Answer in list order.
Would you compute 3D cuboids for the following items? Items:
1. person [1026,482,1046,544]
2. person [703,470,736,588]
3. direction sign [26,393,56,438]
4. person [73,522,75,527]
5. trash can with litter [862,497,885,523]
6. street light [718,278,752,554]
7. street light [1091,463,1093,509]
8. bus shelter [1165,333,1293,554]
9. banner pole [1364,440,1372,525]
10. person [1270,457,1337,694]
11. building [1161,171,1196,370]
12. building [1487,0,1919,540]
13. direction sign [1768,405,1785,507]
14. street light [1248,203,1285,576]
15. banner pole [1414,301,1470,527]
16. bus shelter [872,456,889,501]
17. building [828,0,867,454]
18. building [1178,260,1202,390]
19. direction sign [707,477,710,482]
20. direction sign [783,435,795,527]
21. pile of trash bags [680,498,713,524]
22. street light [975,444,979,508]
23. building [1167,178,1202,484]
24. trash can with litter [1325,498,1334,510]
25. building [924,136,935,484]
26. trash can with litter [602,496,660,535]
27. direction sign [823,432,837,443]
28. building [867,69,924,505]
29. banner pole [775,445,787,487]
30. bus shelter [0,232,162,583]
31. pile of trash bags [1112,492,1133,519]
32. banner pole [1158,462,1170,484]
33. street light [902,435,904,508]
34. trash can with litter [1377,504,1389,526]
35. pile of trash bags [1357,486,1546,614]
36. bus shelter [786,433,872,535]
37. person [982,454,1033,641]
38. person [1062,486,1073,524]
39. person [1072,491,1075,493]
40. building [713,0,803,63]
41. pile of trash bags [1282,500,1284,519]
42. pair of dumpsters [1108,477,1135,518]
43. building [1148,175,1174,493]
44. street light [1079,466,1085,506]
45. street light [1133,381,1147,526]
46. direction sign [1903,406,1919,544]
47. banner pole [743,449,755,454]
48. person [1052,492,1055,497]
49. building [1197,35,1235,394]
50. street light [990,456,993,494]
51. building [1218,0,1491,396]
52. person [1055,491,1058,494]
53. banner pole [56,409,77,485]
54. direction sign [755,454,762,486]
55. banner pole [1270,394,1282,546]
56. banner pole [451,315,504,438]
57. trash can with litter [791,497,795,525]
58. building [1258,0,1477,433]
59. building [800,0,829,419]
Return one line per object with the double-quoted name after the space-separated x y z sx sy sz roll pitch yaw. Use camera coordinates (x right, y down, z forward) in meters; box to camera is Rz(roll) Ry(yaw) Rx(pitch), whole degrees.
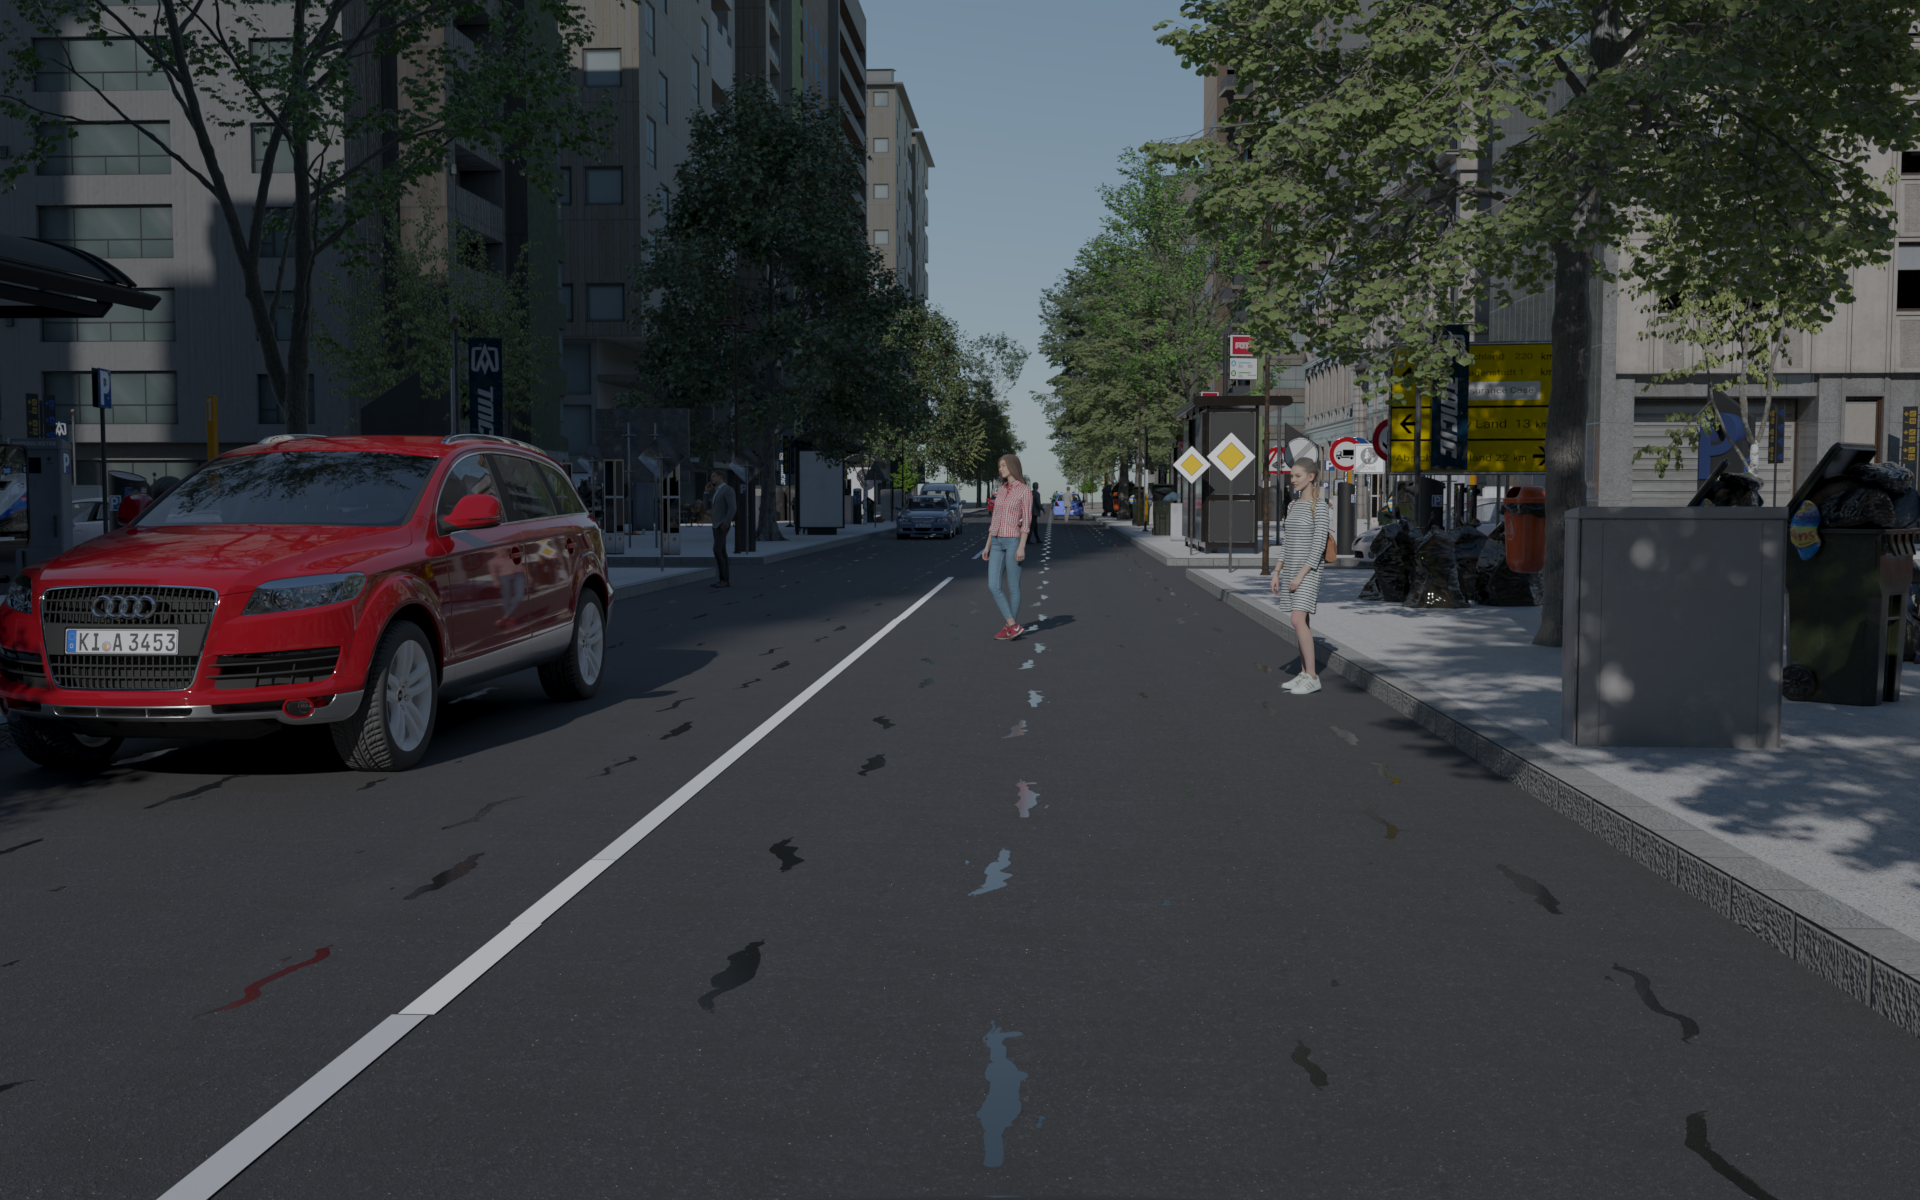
2.181 -2.488 49.573 0.834 1.777 0.661 -3 5 -42 "person"
-3.709 -1.103 26.712 0.473 1.802 0.592 -1 4 -15 "person"
-20.841 -2.897 39.358 0.379 3.537 0.876 1 4 12 "direction sign"
-16.505 -1.378 31.709 0.731 1.740 0.598 1 4 14 "person"
-3.899 -4.035 77.352 1.055 1.170 0.624 -3 5 -40 "trash can with litter"
-4.797 -3.935 37.121 0.468 5.910 1.993 0 4 3 "street light"
11.061 -10.512 144.657 0.468 5.910 1.993 0 4 3 "street light"
6.268 -3.883 41.113 2.179 5.291 8.768 0 4 3 "bus shelter"
16.876 -4.958 71.085 0.863 3.779 0.401 -2 4 -35 "banner pole"
2.520 -0.194 12.679 0.522 1.701 0.512 -2 4 -27 "person"
35.140 -36.055 239.602 14.600 45.320 14.200 0 4 3 "building"
27.257 -14.243 50.902 19.932 24.808 12.078 0 4 3 "building"
20.896 -3.205 44.391 0.379 3.537 0.876 0 4 2 "direction sign"
4.824 -3.327 27.176 0.468 5.910 1.993 0 4 3 "street light"
6.202 -1.990 22.551 0.863 3.779 0.401 1 4 16 "banner pole"
-4.937 -5.873 89.954 2.014 3.302 5.546 0 4 3 "bus shelter"
-19.845 -32.267 151.271 21.300 48.544 21.600 0 4 3 "building"
33.647 -26.924 211.908 14.160 30.474 14.107 0 4 3 "building"
-16.185 -7.169 109.207 0.876 3.537 0.379 1 4 18 "direction sign"
-6.591 -4.591 67.057 0.379 3.537 0.876 -3 5 -41 "direction sign"
-11.472 -3.968 74.630 1.912 1.369 3.447 2 4 27 "pile of trash bags"
1.532 -11.175 155.491 0.468 5.910 1.993 0 4 3 "street light"
34.068 -33.153 225.647 14.154 41.232 14.086 0 4 3 "building"
11.525 -2.697 55.487 0.624 1.170 1.055 2 4 30 "trash can with litter"
-18.639 -40.272 247.681 28.713 52.752 27.495 0 4 3 "building"
-10.599 -2.665 54.622 1.678 1.210 2.233 -3 5 -44 "trash can with litter"
-4.478 -4.170 60.182 0.876 3.537 0.379 -2 4 -35 "direction sign"
-20.350 -38.596 220.290 28.713 52.752 27.495 0 4 3 "building"
-9.046 -5.942 87.173 0.863 3.779 0.401 1 4 19 "banner pole"
-7.582 -1.063 11.305 2.014 3.302 5.546 0 4 3 "bus shelter"
9.428 -4.892 89.736 3.447 1.369 1.912 -2 4 -25 "pile of trash bags"
10.984 -6.276 92.625 0.863 3.779 0.401 1 4 16 "banner pole"
-2.628 -6.520 79.386 0.468 5.910 1.993 0 4 3 "street light"
10.166 -1.876 42.066 1.055 1.170 0.624 1 4 16 "trash can with litter"
5.902 -0.613 19.778 1.912 1.369 3.447 0 4 -6 "pile of trash bags"
-4.259 -3.833 56.596 2.014 3.302 5.546 0 4 3 "bus shelter"
0.453 -0.522 17.051 0.555 1.821 0.388 2 4 34 "person"
5.289 -4.614 84.131 0.606 1.804 0.583 3 4 36 "person"
8.848 -7.738 136.492 0.593 1.643 0.415 0 4 1 "person"
-18.719 -26.643 119.201 14.154 41.232 14.086 0 4 3 "building"
16.100 -5.008 91.632 3.447 1.369 1.912 2 4 28 "pile of trash bags"
8.981 -5.674 95.256 1.574 2.255 4.437 0 4 3 "pair of dumpsters"
39.224 -38.789 257.898 21.300 48.544 21.600 0 4 3 "building"
13.402 -13.082 186.675 0.468 5.910 1.993 0 4 3 "street light"
7.110 -5.857 68.546 0.468 5.910 1.993 0 4 3 "street light"
24.688 -3.214 44.550 0.876 3.537 0.379 3 5 44 "direction sign"
-10.785 -6.003 88.174 0.863 3.779 0.401 1 4 15 "banner pole"
12.158 -13.045 222.696 0.541 1.710 0.530 2 4 26 "person"
30.897 -31.608 166.898 14.600 45.320 14.200 0 4 3 "building"
3.651 -13.670 196.293 0.468 5.910 1.993 0 4 3 "street light"
33.264 -30.009 145.263 22.147 44.769 28.867 0 4 3 "building"
12.479 -13.180 223.629 1.348 1.869 0.705 0 4 -4 "person"
-26.222 -3.720 50.839 0.863 3.779 0.401 -3 5 -45 "banner pole"
-11.298 -6.501 98.282 0.876 3.537 0.379 0 4 -6 "direction sign"
8.016 -3.269 43.470 0.401 3.779 0.863 1 4 16 "banner pole"
-6.816 -2.100 24.346 0.863 3.779 0.401 -1 4 -12 "banner pole"
-6.496 -3.682 71.592 1.055 1.170 0.624 -3 5 -42 "trash can with litter"
28.161 -26.932 123.937 14.154 41.232 14.086 0 4 3 "building"
-17.861 -29.557 133.371 14.600 45.320 14.200 0 4 3 "building"
